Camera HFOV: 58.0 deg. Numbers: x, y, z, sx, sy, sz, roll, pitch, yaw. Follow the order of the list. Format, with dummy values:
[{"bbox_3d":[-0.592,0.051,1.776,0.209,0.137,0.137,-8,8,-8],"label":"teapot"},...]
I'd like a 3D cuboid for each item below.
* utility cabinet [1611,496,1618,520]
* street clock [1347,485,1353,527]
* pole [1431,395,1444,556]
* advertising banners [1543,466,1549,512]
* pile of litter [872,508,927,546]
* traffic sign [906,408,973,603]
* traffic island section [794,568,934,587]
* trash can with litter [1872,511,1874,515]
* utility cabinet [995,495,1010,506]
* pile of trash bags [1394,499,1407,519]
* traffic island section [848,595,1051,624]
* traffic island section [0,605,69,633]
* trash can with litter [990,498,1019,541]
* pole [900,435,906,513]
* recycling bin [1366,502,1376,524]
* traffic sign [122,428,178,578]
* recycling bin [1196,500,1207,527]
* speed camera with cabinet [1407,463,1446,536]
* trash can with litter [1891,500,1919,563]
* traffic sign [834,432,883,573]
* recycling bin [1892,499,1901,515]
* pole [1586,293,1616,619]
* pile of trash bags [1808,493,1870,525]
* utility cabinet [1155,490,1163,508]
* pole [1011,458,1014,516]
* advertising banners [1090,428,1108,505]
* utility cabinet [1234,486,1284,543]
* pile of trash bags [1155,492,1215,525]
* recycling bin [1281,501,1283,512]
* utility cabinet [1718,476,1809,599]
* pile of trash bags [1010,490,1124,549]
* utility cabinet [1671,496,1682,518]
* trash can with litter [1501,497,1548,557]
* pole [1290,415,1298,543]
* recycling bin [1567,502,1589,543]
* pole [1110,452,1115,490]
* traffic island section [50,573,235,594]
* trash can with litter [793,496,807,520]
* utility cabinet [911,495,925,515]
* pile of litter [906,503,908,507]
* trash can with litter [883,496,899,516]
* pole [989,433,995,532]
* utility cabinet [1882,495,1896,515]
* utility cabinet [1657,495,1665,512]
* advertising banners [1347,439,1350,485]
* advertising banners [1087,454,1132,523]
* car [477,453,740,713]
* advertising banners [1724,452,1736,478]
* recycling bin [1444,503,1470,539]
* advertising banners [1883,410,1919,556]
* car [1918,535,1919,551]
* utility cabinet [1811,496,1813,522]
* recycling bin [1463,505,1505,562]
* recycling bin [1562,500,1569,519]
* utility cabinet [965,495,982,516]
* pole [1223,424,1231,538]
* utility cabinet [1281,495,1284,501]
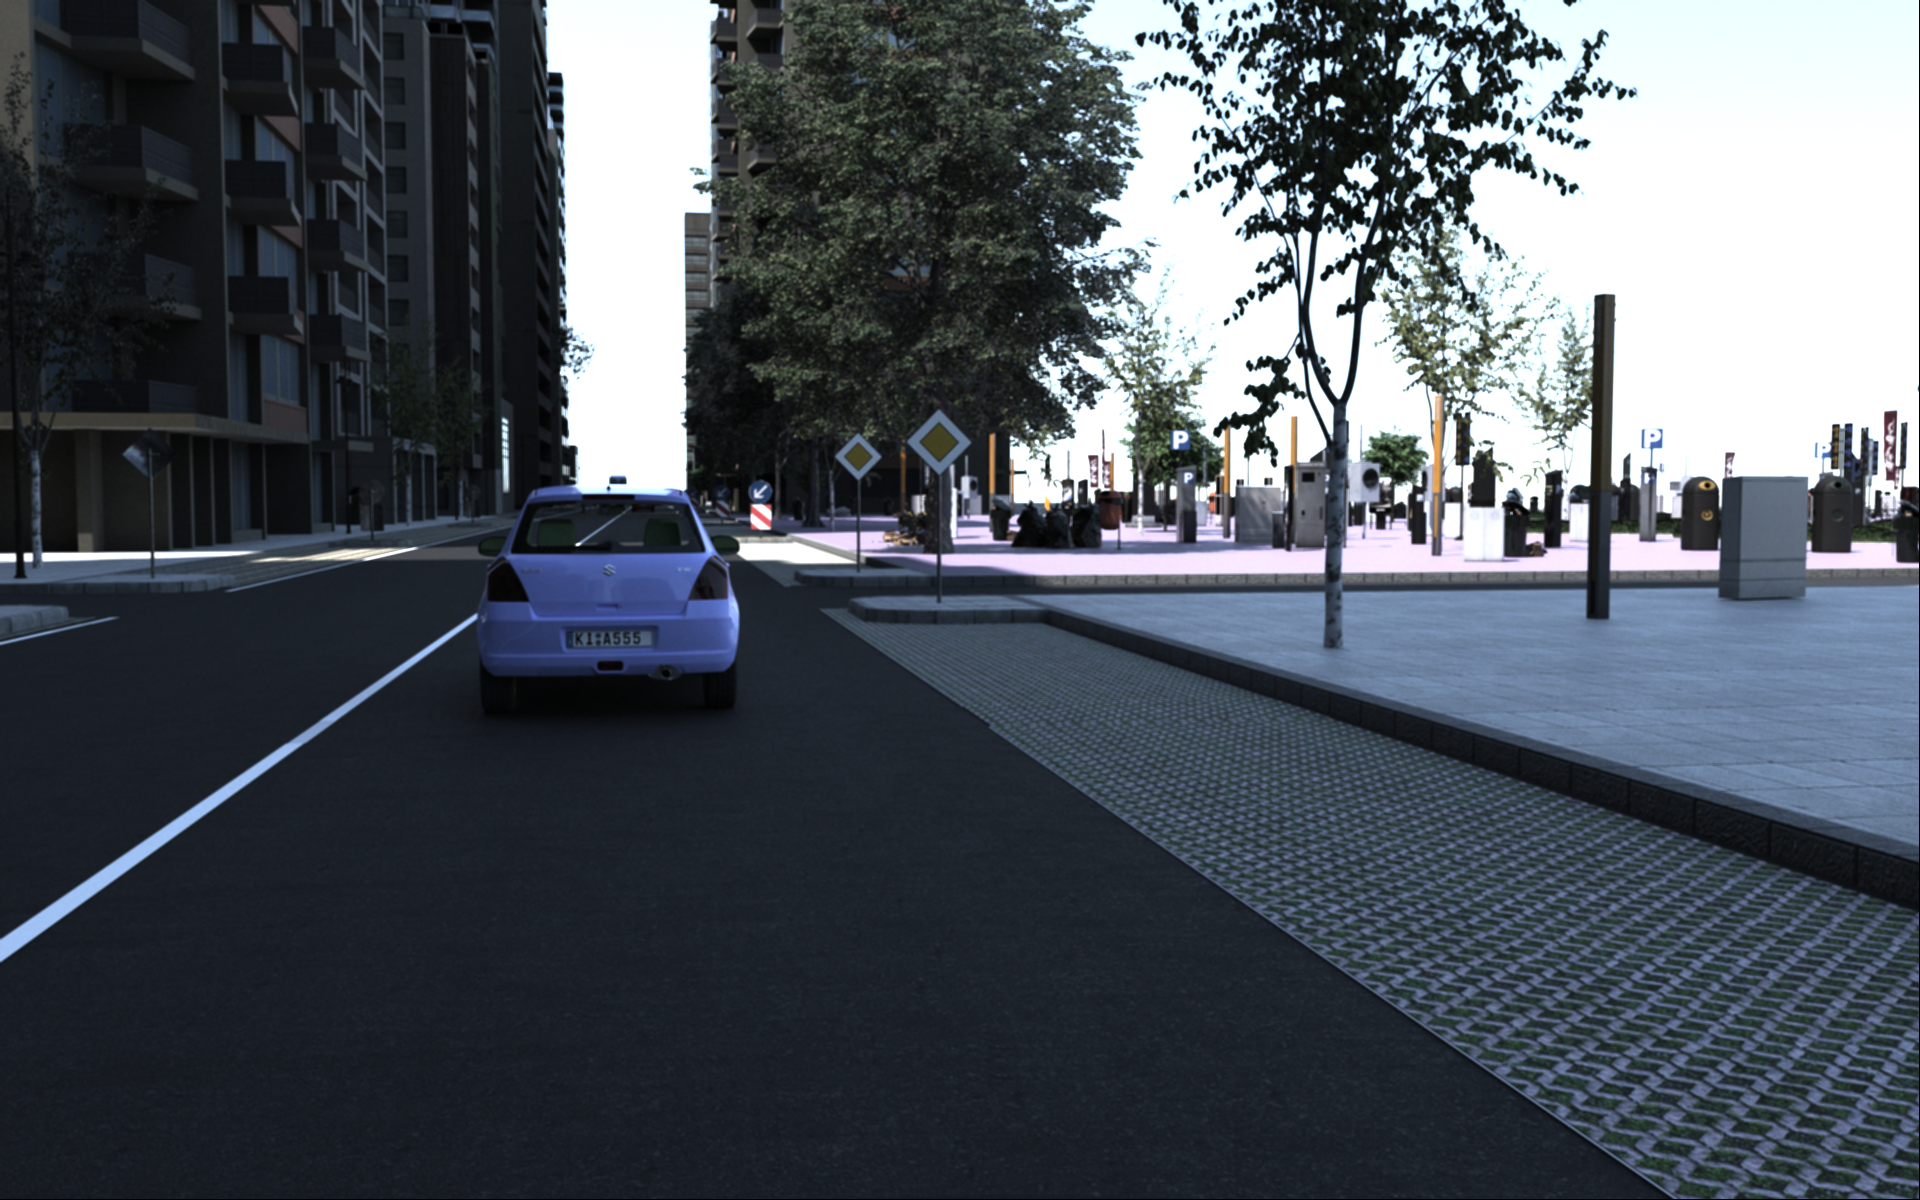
[{"bbox_3d":[24.546,-3.299,65.098,0.306,1.237,1.020,1,4,22],"label":"utility cabinet"},{"bbox_3d":[15.348,-3.886,68.109,0.358,2.002,0.471,0,4,0],"label":"street clock"},{"bbox_3d":[9.884,-2.567,35.820,0.158,3.312,0.155,0,3,0],"label":"pole"},{"bbox_3d":[33.430,-6.274,98.770,0.090,3.025,2.074,1,4,14],"label":"advertising banners"},{"bbox_3d":[-1.222,-1.808,43.528,1.719,0.858,1.176,-3,5,-43],"label":"pile of litter"},{"bbox_3d":[-0.248,-1.020,20.328,0.795,2.450,0.064,-1,4,-10],"label":"traffic sign"},{"bbox_3d":[-1.634,-0.366,28.269,2.009,0.180,2.903,-1,4,-10],"label":"traffic island section"},{"bbox_3d":[55.481,-5.685,104.340,1.055,1.170,0.624,-2,4,-29],"label":"trash can with litter"},{"bbox_3d":[2.057,-4.678,87.648,1.020,1.237,0.306,-3,5,-43],"label":"utility cabinet"},{"bbox_3d":[22.998,-4.876,89.478,3.447,1.369,1.912,-1,4,-21],"label":"pile of trash bags"},{"bbox_3d":[-0.227,0.115,20.409,2.009,0.180,2.903,-1,4,-10],"label":"traffic island section"},{"bbox_3d":[-10.900,0.231,18.510,2.009,0.180,2.903,-1,4,-10],"label":"traffic island section"},{"bbox_3d":[1.328,-2.200,47.350,1.055,1.170,0.624,3,5,43],"label":"trash can with litter"},{"bbox_3d":[-1.968,-4.029,59.711,0.158,3.312,0.155,0,3,0],"label":"pole"},{"bbox_3d":[17.944,-3.817,74.958,0.722,1.027,0.722,2,4,26],"label":"recycling bin"},{"bbox_3d":[-12.285,-1.387,26.313,0.795,2.450,0.064,-1,4,-10],"label":"traffic sign"},{"bbox_3d":[9.307,-3.434,68.701,0.722,1.027,0.722,-2,4,-32],"label":"recycling bin"},{"bbox_3d":[14.285,-3.593,53.076,0.660,3.252,2.038,0,4,-2],"label":"speed camera with cabinet"},{"bbox_3d":[18.002,-1.280,32.317,1.055,1.170,0.624,1,4,19],"label":"trash can with litter"},{"bbox_3d":[-1.656,-1.501,28.188,0.795,2.450,0.064,-1,4,-10],"label":"traffic sign"},{"bbox_3d":[48.092,-4.638,88.377,0.722,1.027,0.722,0,4,5],"label":"recycling bin"},{"bbox_3d":[6.574,-1.462,17.755,0.158,3.312,0.155,0,3,0],"label":"pole"},{"bbox_3d":[36.388,-3.839,72.520,1.912,1.369,3.447,-1,4,-18],"label":"pile of trash bags"},{"bbox_3d":[9.785,-4.877,88.423,1.173,1.500,0.318,3,5,44],"label":"utility cabinet"},{"bbox_3d":[3.012,-6.437,99.087,0.158,3.312,0.155,0,3,0],"label":"pole"},{"bbox_3d":[3.772,-3.102,46.912,0.090,3.025,2.074,0,4,-2],"label":"advertising banners"},{"bbox_3d":[7.759,-2.227,45.083,1.173,1.500,0.318,-1,4,-14],"label":"utility cabinet"},{"bbox_3d":[9.440,-3.806,71.975,3.447,1.369,1.912,-2,4,-28],"label":"pile of trash bags"},{"bbox_3d":[11.763,-3.185,64.636,0.722,1.027,0.722,-3,5,-43],"label":"recycling bin"},{"bbox_3d":[9.813,-0.764,21.162,1.173,1.500,0.318,-2,4,-26],"label":"utility cabinet"},{"bbox_3d":[2.737,-1.926,41.241,1.912,1.369,3.447,-2,4,-33],"label":"pile of trash bags"},{"bbox_3d":[28.428,-3.467,67.854,1.020,1.237,0.306,1,4,15],"label":"utility cabinet"},{"bbox_3d":[11.447,-1.465,35.335,1.055,1.170,0.624,-2,4,-30],"label":"trash can with litter"},{"bbox_3d":[8.676,-3.132,45.044,0.158,3.312,0.155,0,3,0],"label":"pole"},{"bbox_3d":[16.745,-2.053,46.123,0.722,1.027,0.722,-1,4,-15],"label":"recycling bin"},{"bbox_3d":[7.417,-5.535,84.335,0.158,3.312,0.155,0,3,0],"label":"pole"},{"bbox_3d":[-12.307,-0.250,26.371,2.009,0.180,2.903,-1,4,-10],"label":"traffic island section"},{"bbox_3d":[-7.660,-4.488,84.766,1.055,1.170,0.624,1,4,10],"label":"trash can with litter"},{"bbox_3d":[-2.306,-5.413,99.664,1.020,1.237,0.306,2,4,28],"label":"utility cabinet"},{"bbox_3d":[-3.169,-4.927,94.516,1.719,0.858,1.176,-1,4,-10],"label":"pile of litter"},{"bbox_3d":[-3.997,-5.526,101.734,1.055,1.170,0.624,-1,4,-9],"label":"trash can with litter"},{"bbox_3d":[1.086,-3.923,57.982,0.158,3.312,0.155,0,3,0],"label":"pole"},{"bbox_3d":[53.940,-5.492,100.951,0.306,1.237,1.020,-3,5,-43],"label":"utility cabinet"},{"bbox_3d":[39.407,-5.262,97.191,1.020,1.237,0.306,1,4,9],"label":"utility cabinet"},{"bbox_3d":[12.018,-3.549,54.210,0.090,3.025,2.074,1,4,23],"label":"advertising banners"},{"bbox_3d":[6.645,-4.912,76.494,2.074,3.025,0.090,0,4,1],"label":"advertising banners"},{"bbox_3d":[-2.569,-0.193,12.740,1.945,1.707,3.694,-1,4,-11],"label":"car"},{"bbox_3d":[31.073,-4.603,71.440,2.074,3.025,0.090,-1,4,-14],"label":"advertising banners"},{"bbox_3d":[14.267,-2.252,49.374,0.722,1.027,0.722,2,4,33],"label":"recycling bin"},{"bbox_3d":[19.394,-2.397,35.379,0.090,3.025,2.074,0,4,-1],"label":"advertising banners"},{"bbox_3d":[18.519,-1.209,28.439,5.304,1.827,2.281,-1,4,-11],"label":"car"},{"bbox_3d":[27.376,-2.704,55.379,0.306,1.237,1.020,2,4,25],"label":"utility cabinet"},{"bbox_3d":[9.958,-1.247,32.938,0.722,1.027,0.722,1,4,14],"label":"recycling bin"},{"bbox_3d":[27.457,-4.000,77.957,0.722,1.027,0.722,2,4,30],"label":"recycling bin"},{"bbox_3d":[0.794,-5.660,103.708,1.020,1.237,0.306,-2,4,-32],"label":"utility cabinet"},{"bbox_3d":[7.725,-3.440,50.082,0.158,3.312,0.155,0,3,0],"label":"pole"},{"bbox_3d":[18.081,-5.323,98.184,1.020,1.237,0.306,2,4,26],"label":"utility cabinet"}]
